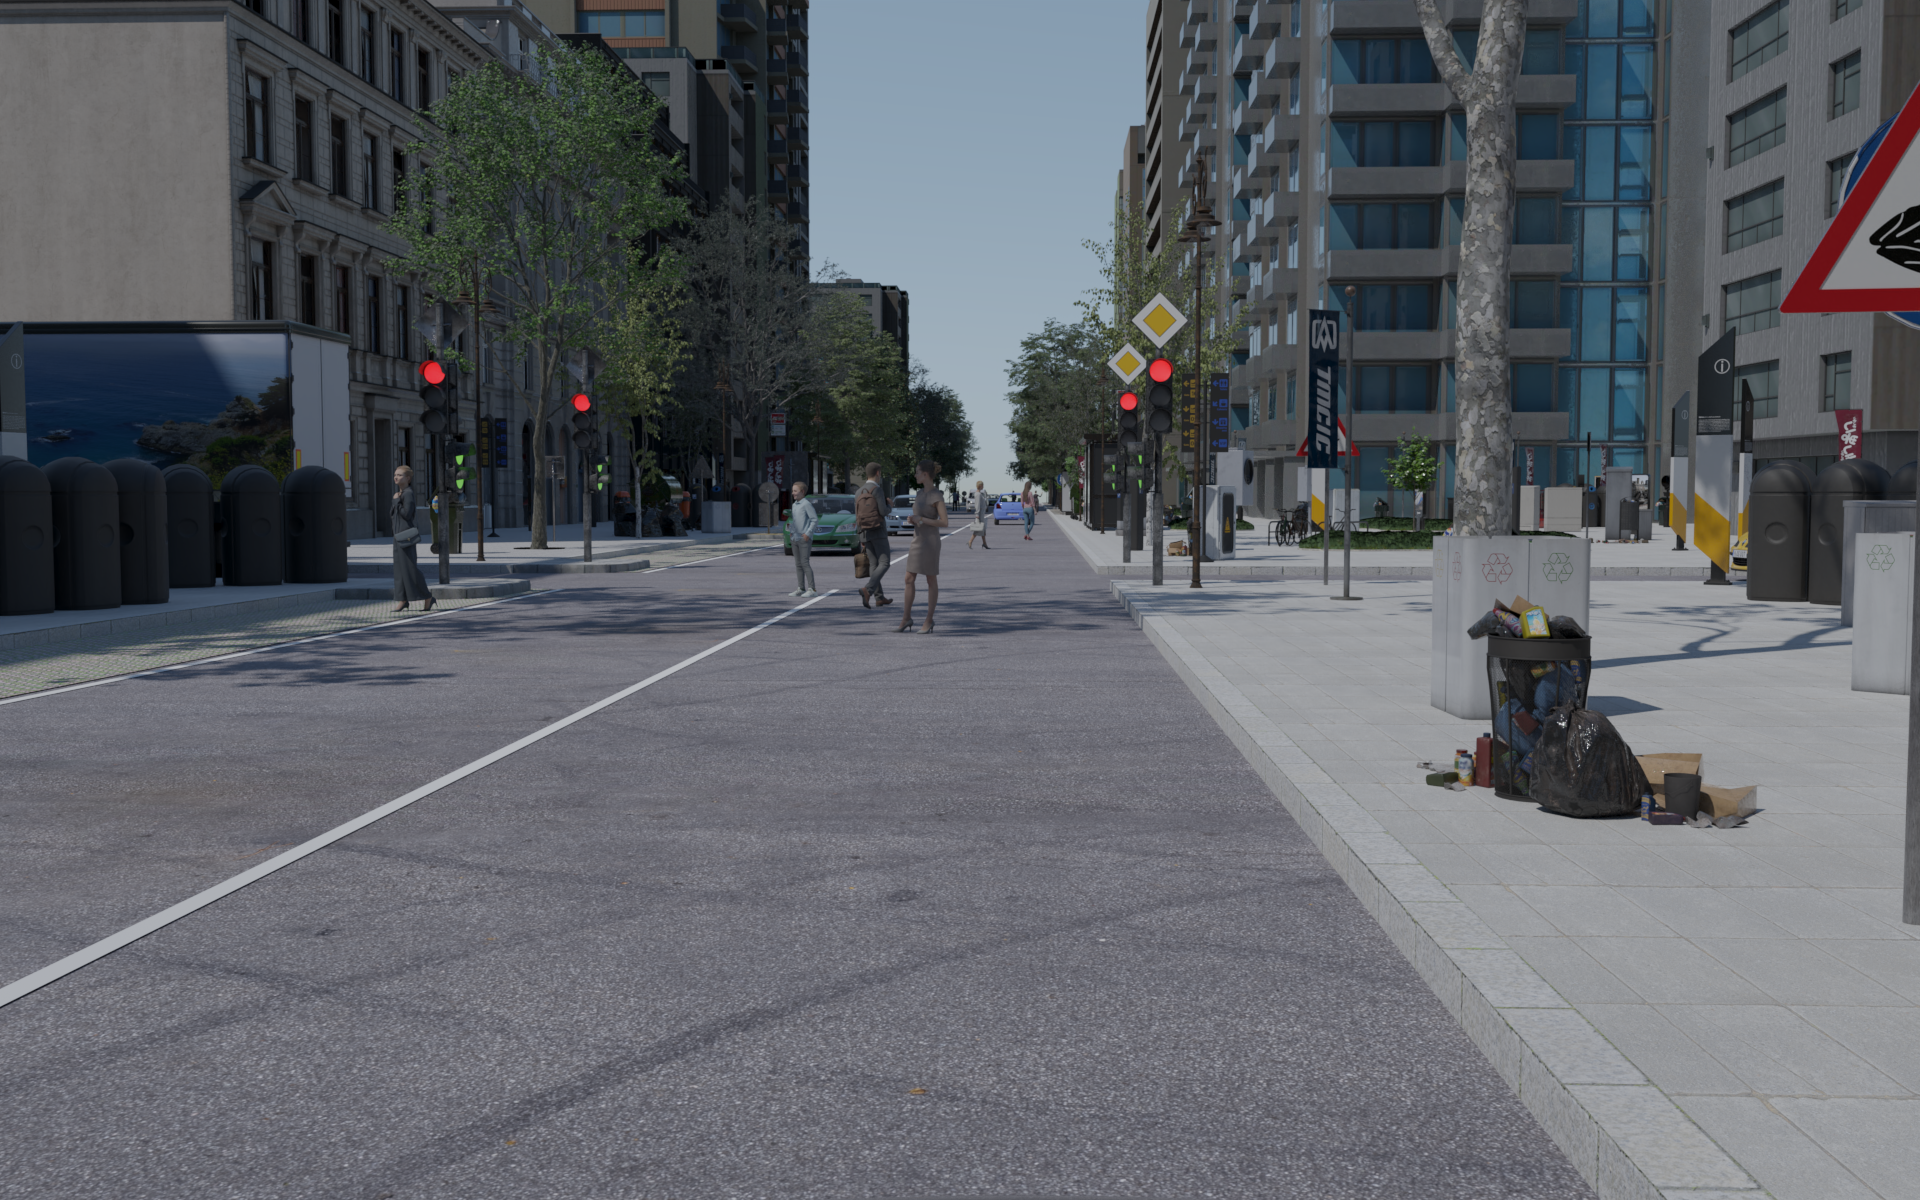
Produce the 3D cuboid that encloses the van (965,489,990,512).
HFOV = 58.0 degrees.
[{"bbox_3d":[1.399,-8.039,138.456,2.013,2.044,4.112,0,4,3],"label":"van"}]

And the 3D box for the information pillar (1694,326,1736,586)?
[{"bbox_3d":[10.628,-2.020,24.374,0.504,3.616,0.183,3,5,39],"label":"information pillar"}]

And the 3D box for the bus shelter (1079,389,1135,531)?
[{"bbox_3d":[5.523,-5.287,64.077,2.179,5.291,8.768,0,4,2],"label":"bus shelter"}]

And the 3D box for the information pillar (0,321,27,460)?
[{"bbox_3d":[-12.748,-1.955,23.314,0.183,3.616,0.504,1,4,10],"label":"information pillar"}]

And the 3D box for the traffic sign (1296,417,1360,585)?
[{"bbox_3d":[5.150,-1.486,24.307,0.884,2.594,0.081,0,4,4],"label":"traffic sign"}]

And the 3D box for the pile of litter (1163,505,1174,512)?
[{"bbox_3d":[8.380,-3.380,69.225,1.719,0.858,1.176,3,5,40],"label":"pile of litter"}]

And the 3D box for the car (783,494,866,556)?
[{"bbox_3d":[-3.118,-1.831,41.736,2.131,1.459,4.920,0,4,2],"label":"car"}]

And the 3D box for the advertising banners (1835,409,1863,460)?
[{"bbox_3d":[18.928,-2.391,35.278,2.074,3.025,0.090,2,4,30],"label":"advertising banners"}]

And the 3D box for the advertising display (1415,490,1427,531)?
[{"bbox_3d":[13.886,-2.877,52.251,0.123,1.923,0.974,0,4,0],"label":"advertising display"}]

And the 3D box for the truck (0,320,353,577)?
[{"bbox_3d":[-16.281,-2.478,29.436,11.283,4.237,2.839,0,4,3],"label":"truck"}]

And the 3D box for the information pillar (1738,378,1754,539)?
[{"bbox_3d":[15.973,-2.683,35.215,0.183,3.616,0.504,3,5,43],"label":"information pillar"}]

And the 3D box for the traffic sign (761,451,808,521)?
[{"bbox_3d":[-8.343,-5.407,82.283,2.265,3.308,0.079,1,4,9],"label":"traffic sign"}]

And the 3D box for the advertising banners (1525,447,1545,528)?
[{"bbox_3d":[21.734,-4.188,64.656,2.074,3.025,0.090,-2,4,-33],"label":"advertising banners"}]

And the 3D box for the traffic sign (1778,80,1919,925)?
[{"bbox_3d":[2.853,-0.312,5.102,0.884,2.594,0.081,0,4,8],"label":"traffic sign"}]

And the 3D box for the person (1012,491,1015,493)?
[{"bbox_3d":[4.952,-9.487,164.136,0.750,1.759,0.617,-2,4,-30],"label":"person"}]

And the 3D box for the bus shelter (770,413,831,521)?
[{"bbox_3d":[-8.128,-6.748,87.969,2.179,5.291,8.768,0,4,3],"label":"bus shelter"}]

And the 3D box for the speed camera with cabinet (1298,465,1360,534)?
[{"bbox_3d":[11.946,-3.777,56.093,2.038,3.252,0.660,-1,4,-22],"label":"speed camera with cabinet"}]

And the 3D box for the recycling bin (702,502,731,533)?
[{"bbox_3d":[-8.000,-2.710,56.854,0.722,1.027,0.722,-3,5,-41],"label":"recycling bin"}]

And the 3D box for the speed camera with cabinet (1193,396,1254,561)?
[{"bbox_3d":[5.213,-2.435,34.156,0.660,3.252,2.038,2,4,28],"label":"speed camera with cabinet"}]

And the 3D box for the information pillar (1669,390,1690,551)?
[{"bbox_3d":[16.239,-2.919,39.080,0.504,3.616,0.183,-2,4,-28],"label":"information pillar"}]

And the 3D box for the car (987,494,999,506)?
[{"bbox_3d":[3.477,-10.572,182.633,2.009,1.686,4.222,0,4,1],"label":"car"}]

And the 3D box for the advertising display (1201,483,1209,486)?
[{"bbox_3d":[14.772,-6.080,104.618,0.974,1.923,0.123,-2,4,-26],"label":"advertising display"}]

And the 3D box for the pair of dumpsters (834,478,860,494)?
[{"bbox_3d":[-6.931,-6.322,105.856,1.574,2.255,4.437,0,4,2],"label":"pair of dumpsters"}]

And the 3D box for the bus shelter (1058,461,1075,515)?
[{"bbox_3d":[6.749,-6.570,101.345,2.014,3.302,5.546,0,4,2],"label":"bus shelter"}]

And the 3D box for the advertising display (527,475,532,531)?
[{"bbox_3d":[-14.949,-3.359,60.141,0.123,1.923,0.974,-1,4,-14],"label":"advertising display"}]

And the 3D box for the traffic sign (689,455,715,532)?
[{"bbox_3d":[-8.637,-3.544,57.952,0.884,2.594,0.081,0,4,8],"label":"traffic sign"}]

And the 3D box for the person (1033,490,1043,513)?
[{"bbox_3d":[6.019,-7.624,133.947,0.742,1.727,0.445,-1,4,-9],"label":"person"}]

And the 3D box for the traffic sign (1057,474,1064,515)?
[{"bbox_3d":[6.283,-6.448,105.525,0.768,2.556,0.104,1,4,11],"label":"traffic sign"}]

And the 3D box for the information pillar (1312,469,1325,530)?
[{"bbox_3d":[10.216,-3.525,48.983,0.504,3.616,0.183,1,4,19],"label":"information pillar"}]

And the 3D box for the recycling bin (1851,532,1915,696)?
[{"bbox_3d":[6.304,0.081,11.232,0.722,1.027,0.722,-3,5,-40],"label":"recycling bin"}]

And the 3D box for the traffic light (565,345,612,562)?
[{"bbox_3d":[-7.010,-2.671,32.594,0.839,4.253,0.868,0,4,2],"label":"traffic light"}]

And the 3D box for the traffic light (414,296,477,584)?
[{"bbox_3d":[-7.345,-2.183,24.616,0.839,4.253,0.868,0,4,2],"label":"traffic light"}]

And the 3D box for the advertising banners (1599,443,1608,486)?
[{"bbox_3d":[22.809,-3.927,60.397,2.074,3.025,0.090,-3,5,-40],"label":"advertising banners"}]

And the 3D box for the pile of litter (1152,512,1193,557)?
[{"bbox_3d":[4.801,-1.348,36.013,1.719,0.858,1.176,0,4,2],"label":"pile of litter"}]

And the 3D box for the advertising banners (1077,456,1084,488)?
[{"bbox_3d":[6.268,-5.088,79.376,2.074,3.025,0.090,2,4,32],"label":"advertising banners"}]

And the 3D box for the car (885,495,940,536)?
[{"bbox_3d":[-1.639,-2.959,60.381,2.014,1.417,4.499,0,4,2],"label":"car"}]

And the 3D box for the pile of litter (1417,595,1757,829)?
[{"bbox_3d":[2.656,0.399,7.444,1.176,0.858,1.719,0,4,-5],"label":"pile of litter"}]

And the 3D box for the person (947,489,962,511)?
[{"bbox_3d":[-0.450,-8.391,145.686,1.348,1.826,0.705,-1,4,-16],"label":"person"}]

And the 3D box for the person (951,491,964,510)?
[{"bbox_3d":[-0.210,-9.005,156.408,1.217,1.739,0.721,0,4,5],"label":"person"}]

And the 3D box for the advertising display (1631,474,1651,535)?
[{"bbox_3d":[21.361,-3.036,54.856,0.123,1.923,0.974,-3,5,-43],"label":"advertising display"}]

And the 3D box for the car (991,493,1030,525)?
[{"bbox_3d":[2.437,-4.376,81.144,1.945,1.707,3.694,0,4,0],"label":"car"}]

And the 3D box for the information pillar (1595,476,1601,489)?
[{"bbox_3d":[26.253,-4.078,71.169,0.304,2.012,0.304,2,4,31],"label":"information pillar"}]

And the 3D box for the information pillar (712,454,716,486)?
[{"bbox_3d":[-14.443,-6.750,101.717,0.183,3.616,0.504,-2,4,-33],"label":"information pillar"}]

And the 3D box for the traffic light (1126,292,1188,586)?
[{"bbox_3d":[2.758,-2.158,24.208,0.839,4.253,0.868,0,4,2],"label":"traffic light"}]

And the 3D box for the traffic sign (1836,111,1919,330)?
[{"bbox_3d":[3.186,-0.336,5.598,0.768,2.556,0.104,0,4,5],"label":"traffic sign"}]

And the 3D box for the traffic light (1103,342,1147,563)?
[{"bbox_3d":[3.093,-2.646,32.187,0.839,4.253,0.868,0,4,2],"label":"traffic light"}]

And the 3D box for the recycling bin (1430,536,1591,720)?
[{"bbox_3d":[3.215,0.147,10.158,0.722,1.027,0.722,0,4,-1],"label":"recycling bin"}]

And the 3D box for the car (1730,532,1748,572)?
[{"bbox_3d":[14.680,-1.098,28.184,3.980,1.641,2.015,0,4,1],"label":"car"}]

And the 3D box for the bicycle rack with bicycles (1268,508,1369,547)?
[{"bbox_3d":[8.682,-1.805,42.893,2.852,0.926,2.925,3,5,42],"label":"bicycle rack with bicycles"}]

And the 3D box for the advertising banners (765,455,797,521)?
[{"bbox_3d":[-8.223,-5.219,81.523,2.074,3.025,0.090,1,4,19],"label":"advertising banners"}]

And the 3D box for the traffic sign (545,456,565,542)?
[{"bbox_3d":[-10.914,-2.715,46.523,0.606,2.300,0.079,0,4,3],"label":"traffic sign"}]
